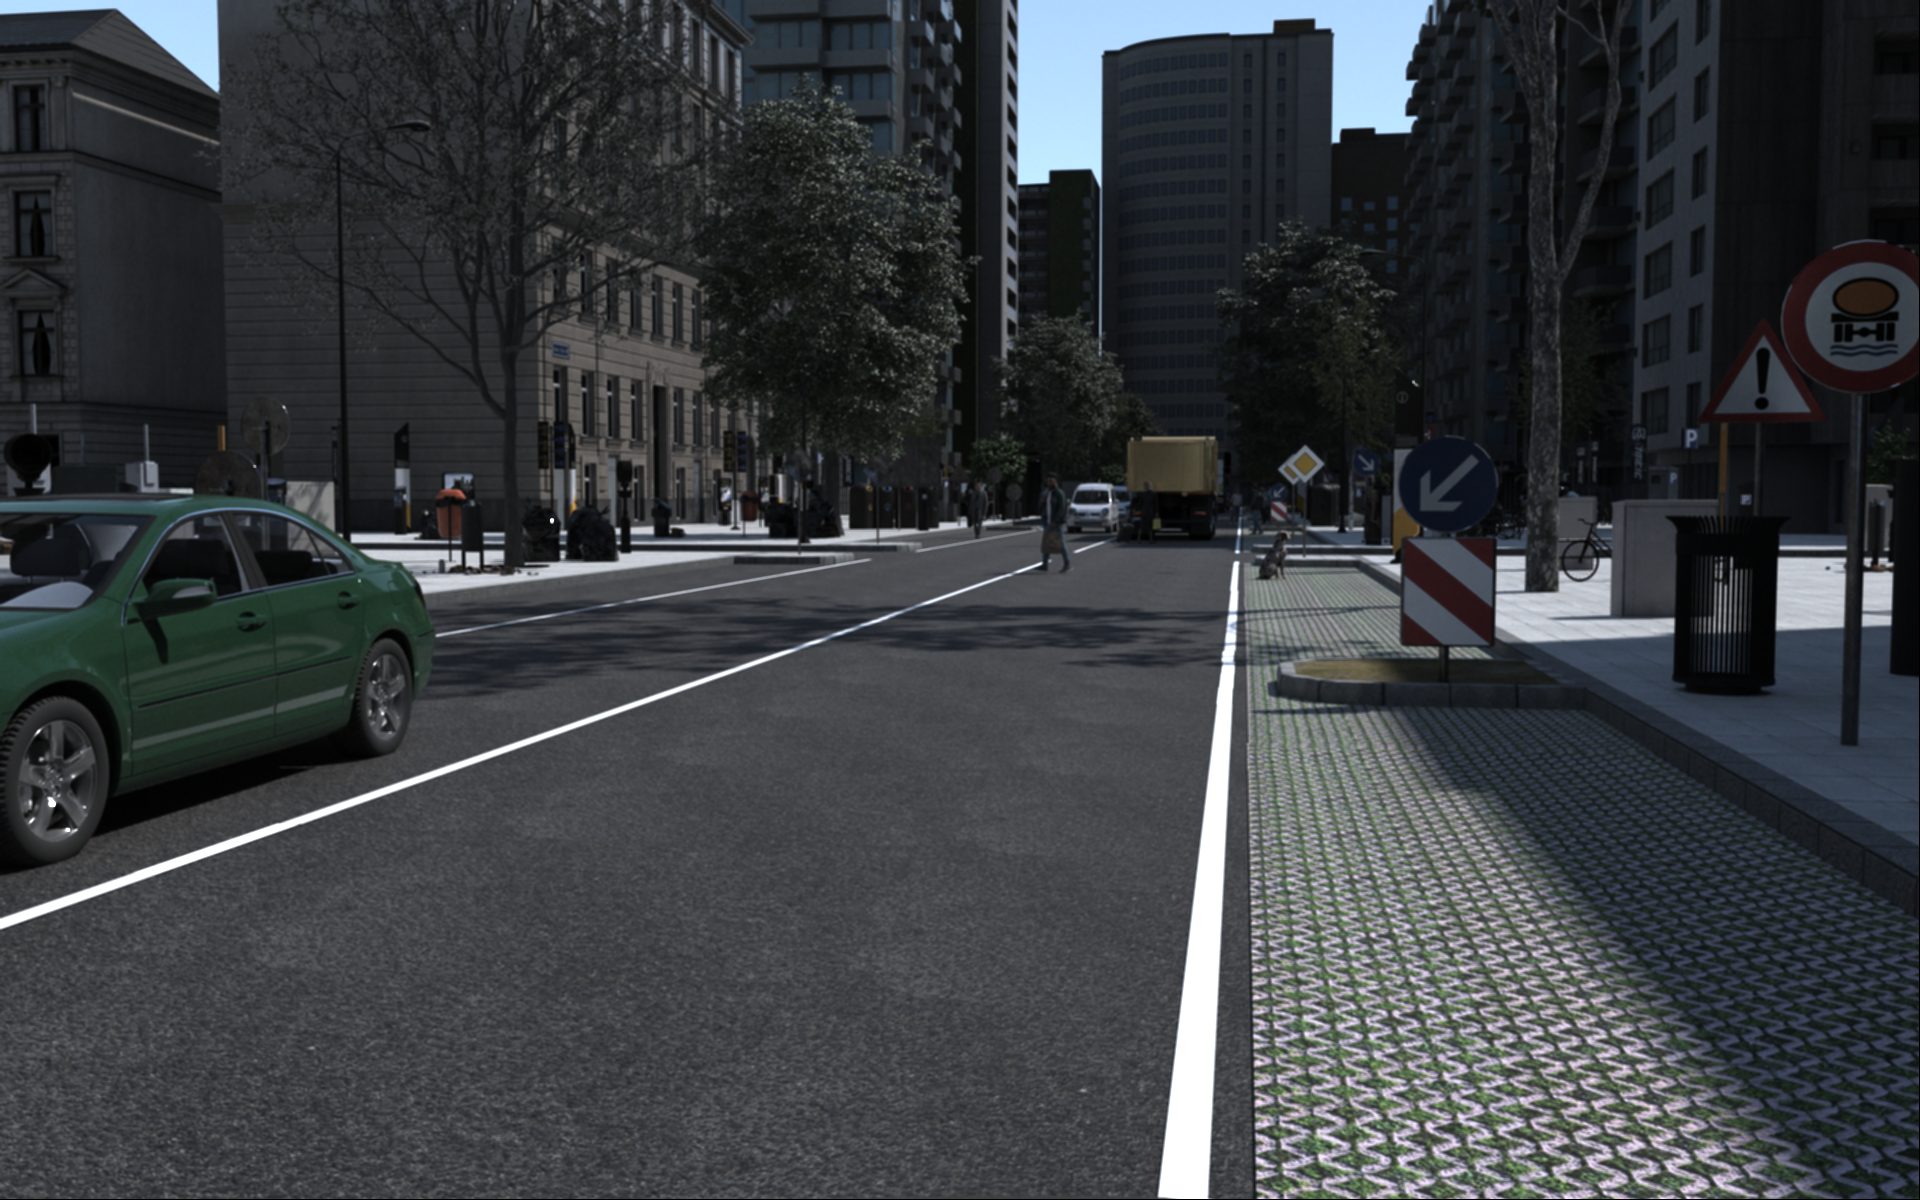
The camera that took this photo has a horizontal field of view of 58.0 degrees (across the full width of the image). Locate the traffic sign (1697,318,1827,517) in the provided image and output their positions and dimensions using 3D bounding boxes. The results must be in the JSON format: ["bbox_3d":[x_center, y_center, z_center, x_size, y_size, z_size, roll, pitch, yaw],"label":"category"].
[{"bbox_3d":[5.963,-0.791,12.934,0.884,2.594,0.081,1,4,16],"label":"traffic sign"}]

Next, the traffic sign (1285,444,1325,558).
[{"bbox_3d":[6.957,-1.916,34.962,0.795,2.450,0.064,1,4,9],"label":"traffic sign"}]

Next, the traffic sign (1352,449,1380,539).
[{"bbox_3d":[11.567,-3.012,49.357,0.768,2.556,0.104,1,4,16],"label":"traffic sign"}]

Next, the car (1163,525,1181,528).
[{"bbox_3d":[8.051,-3.254,65.572,2.083,1.381,4.827,0,4,7],"label":"car"}]

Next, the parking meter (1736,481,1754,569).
[{"bbox_3d":[13.501,-1.303,29.707,0.372,1.533,0.369,0,3,0],"label":"parking meter"}]

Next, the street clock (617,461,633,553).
[{"bbox_3d":[-7.258,-2.017,37.551,0.358,2.002,0.471,-2,4,-27],"label":"street clock"}]

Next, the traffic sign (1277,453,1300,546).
[{"bbox_3d":[8.242,-2.398,42.844,0.795,2.450,0.064,1,4,9],"label":"traffic sign"}]

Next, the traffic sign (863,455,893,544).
[{"bbox_3d":[-2.112,-2.502,44.547,0.795,2.450,0.064,1,4,9],"label":"traffic sign"}]

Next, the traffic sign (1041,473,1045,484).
[{"bbox_3d":[4.462,-6.061,99.206,0.768,2.556,0.104,1,4,10],"label":"traffic sign"}]

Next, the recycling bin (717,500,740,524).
[{"bbox_3d":[-9.866,-3.748,73.838,0.722,1.027,0.722,2,4,29],"label":"recycling bin"}]

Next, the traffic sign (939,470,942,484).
[{"bbox_3d":[-1.059,-4.316,72.695,0.606,2.300,0.079,1,4,18],"label":"traffic sign"}]

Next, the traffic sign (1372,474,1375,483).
[{"bbox_3d":[22.701,-5.887,96.365,0.768,2.556,0.104,1,4,10],"label":"traffic sign"}]

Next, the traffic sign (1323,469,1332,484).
[{"bbox_3d":[18.842,-5.501,89.944,0.884,2.594,0.081,1,4,10],"label":"traffic sign"}]

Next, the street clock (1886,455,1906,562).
[{"bbox_3d":[17.577,-1.709,32.515,0.358,2.002,0.471,3,4,38],"label":"street clock"}]

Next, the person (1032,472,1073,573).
[{"bbox_3d":[1.704,-1.396,31.311,0.713,1.824,0.794,-1,4,-11],"label":"person"}]

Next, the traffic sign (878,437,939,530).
[{"bbox_3d":[-1.850,-4.142,61.599,2.265,3.308,0.079,1,4,11],"label":"traffic sign"}]

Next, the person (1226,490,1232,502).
[{"bbox_3d":[27.656,-10.404,178.591,1.348,1.826,0.705,-1,4,-18],"label":"person"}]

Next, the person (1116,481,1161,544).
[{"bbox_3d":[5.247,-2.555,50.489,0.699,1.804,1.509,-2,4,-28],"label":"person"}]

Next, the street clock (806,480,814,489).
[{"bbox_3d":[-7.483,-5.004,86.382,0.358,2.002,0.471,1,4,16],"label":"street clock"}]

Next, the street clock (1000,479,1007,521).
[{"bbox_3d":[2.088,-4.778,82.692,0.358,2.002,0.471,1,4,17],"label":"street clock"}]

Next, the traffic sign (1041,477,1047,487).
[{"bbox_3d":[5.163,-6.285,104.897,0.606,2.300,0.079,1,4,11],"label":"traffic sign"}]

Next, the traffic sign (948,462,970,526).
[{"bbox_3d":[-0.034,-4.237,69.284,0.884,2.594,0.081,1,4,11],"label":"traffic sign"}]

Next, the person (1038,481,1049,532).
[{"bbox_3d":[2.437,-2.374,47.497,0.721,1.800,0.419,-2,4,-35],"label":"person"}]

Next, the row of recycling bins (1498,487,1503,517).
[{"bbox_3d":[26.996,-5.152,91.349,3.534,1.692,1.069,-1,4,-15],"label":"row of recycling bins"}]

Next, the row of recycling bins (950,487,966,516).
[{"bbox_3d":[0.074,-5.752,101.159,1.069,1.692,3.534,1,4,11],"label":"row of recycling bins"}]

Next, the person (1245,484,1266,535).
[{"bbox_3d":[10.357,-3.169,60.664,0.721,1.781,0.623,1,4,12],"label":"person"}]

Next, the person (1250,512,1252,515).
[{"bbox_3d":[19.348,-6.185,113.873,0.306,1.304,0.590,-3,5,-42],"label":"person"}]

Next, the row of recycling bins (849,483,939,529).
[{"bbox_3d":[-2.463,-3.500,64.338,3.534,1.692,1.069,-2,4,-27],"label":"row of recycling bins"}]

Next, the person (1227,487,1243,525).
[{"bbox_3d":[12.588,-4.310,79.635,0.731,1.740,0.598,-2,4,-24],"label":"person"}]

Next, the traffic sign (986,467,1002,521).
[{"bbox_3d":[1.606,-4.970,81.373,0.768,2.556,0.104,1,4,13],"label":"traffic sign"}]

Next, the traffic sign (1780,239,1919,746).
[{"bbox_3d":[4.552,-0.531,8.787,0.768,2.556,0.104,1,4,18],"label":"traffic sign"}]

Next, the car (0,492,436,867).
[{"bbox_3d":[-4.202,0.217,8.257,2.131,1.459,4.920,0,4,7],"label":"car"}]

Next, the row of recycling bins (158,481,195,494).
[{"bbox_3d":[-24.288,-2.996,56.101,1.069,1.692,3.534,3,5,41],"label":"row of recycling bins"}]

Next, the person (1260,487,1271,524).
[{"bbox_3d":[14.484,-4.529,83.031,0.515,1.767,0.782,-3,5,-43],"label":"person"}]

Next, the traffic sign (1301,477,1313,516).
[{"bbox_3d":[17.935,-5.346,89.534,0.606,2.300,0.079,1,4,18],"label":"traffic sign"}]

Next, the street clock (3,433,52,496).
[{"bbox_3d":[-11.161,-0.992,20.785,0.358,2.002,0.471,3,5,43],"label":"street clock"}]

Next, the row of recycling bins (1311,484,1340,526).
[{"bbox_3d":[14.971,-3.858,70.197,1.069,1.692,3.534,1,4,22],"label":"row of recycling bins"}]

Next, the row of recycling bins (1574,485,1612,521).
[{"bbox_3d":[29.805,-4.575,81.921,3.534,1.692,1.069,-3,5,-43],"label":"row of recycling bins"}]

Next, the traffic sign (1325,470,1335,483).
[{"bbox_3d":[19.783,-5.692,93.170,0.768,2.556,0.104,1,4,18],"label":"traffic sign"}]

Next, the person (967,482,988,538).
[{"bbox_3d":[0.555,-2.896,55.953,0.694,1.812,0.767,1,4,22],"label":"person"}]

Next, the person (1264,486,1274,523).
[{"bbox_3d":[15.055,-4.656,84.647,0.620,1.820,0.660,-2,4,-34],"label":"person"}]

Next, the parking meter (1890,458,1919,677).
[{"bbox_3d":[6.827,-0.237,12.279,0.372,1.533,0.369,0,3,0],"label":"parking meter"}]

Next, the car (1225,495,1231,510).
[{"bbox_3d":[22.841,-8.788,152.729,2.155,1.783,4.494,0,4,7],"label":"car"}]

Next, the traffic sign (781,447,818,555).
[{"bbox_3d":[-3.397,-2.020,36.665,0.795,2.450,0.064,1,4,9],"label":"traffic sign"}]

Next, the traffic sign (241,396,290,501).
[{"bbox_3d":[-9.085,-1.378,22.638,0.768,2.556,0.104,1,4,18],"label":"traffic sign"}]
